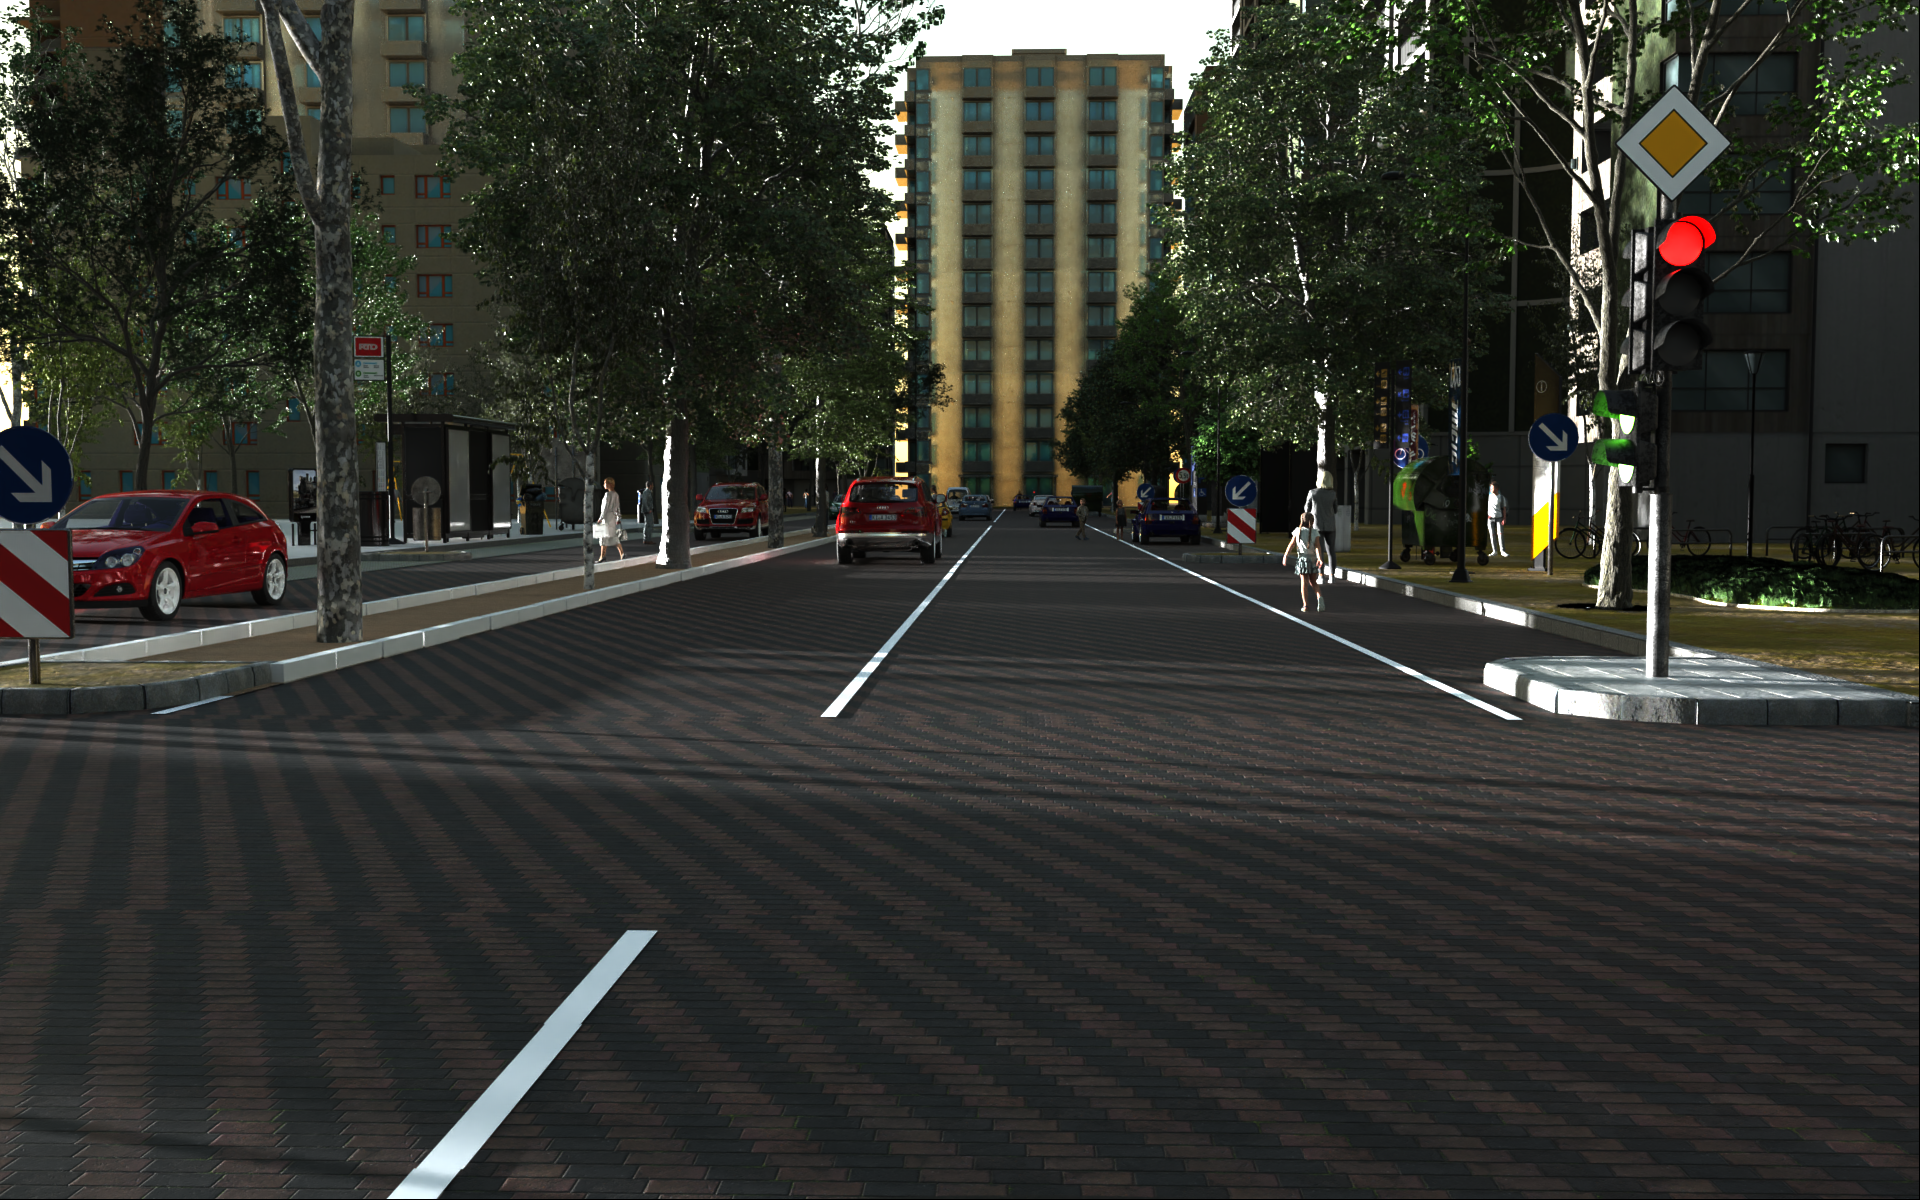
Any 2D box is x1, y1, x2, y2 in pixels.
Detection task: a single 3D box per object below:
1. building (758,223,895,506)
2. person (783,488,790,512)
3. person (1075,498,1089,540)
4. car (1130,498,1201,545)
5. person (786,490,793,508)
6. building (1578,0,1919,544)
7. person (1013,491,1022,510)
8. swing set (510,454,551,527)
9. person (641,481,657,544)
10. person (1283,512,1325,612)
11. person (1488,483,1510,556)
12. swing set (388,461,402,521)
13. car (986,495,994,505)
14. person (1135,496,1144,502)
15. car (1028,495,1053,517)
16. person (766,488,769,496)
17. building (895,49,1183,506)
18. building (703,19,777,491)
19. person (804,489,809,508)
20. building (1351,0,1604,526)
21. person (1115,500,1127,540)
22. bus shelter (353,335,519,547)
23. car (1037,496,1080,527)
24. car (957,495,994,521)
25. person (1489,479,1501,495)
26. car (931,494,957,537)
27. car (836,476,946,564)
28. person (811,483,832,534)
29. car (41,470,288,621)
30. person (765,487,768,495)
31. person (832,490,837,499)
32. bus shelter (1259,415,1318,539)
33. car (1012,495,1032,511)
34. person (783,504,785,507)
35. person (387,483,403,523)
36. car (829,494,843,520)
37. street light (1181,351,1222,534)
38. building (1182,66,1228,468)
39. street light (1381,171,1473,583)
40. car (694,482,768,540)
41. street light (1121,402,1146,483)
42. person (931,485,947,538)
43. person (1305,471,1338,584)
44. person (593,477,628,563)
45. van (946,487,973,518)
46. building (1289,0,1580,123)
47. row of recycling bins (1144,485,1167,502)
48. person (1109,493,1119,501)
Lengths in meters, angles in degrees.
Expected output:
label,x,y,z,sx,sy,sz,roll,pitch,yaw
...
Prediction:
label,x,y,z,sx,sy,sz,roll,pitch,yaw
building,-14.323,-25.363,186.383,14.107,30.474,14.160,0,4,2
person,-12.555,-7.101,122.975,0.721,1.723,1.217,3,5,43
person,3.843,-2.530,54.138,0.640,1.303,0.475,3,5,44
car,5.977,-2.318,50.486,1.945,1.354,3.894,0,4,1
person,-16.127,-9.587,163.728,0.756,1.711,0.436,1,4,18
building,25.589,-17.073,50.850,14.160,30.474,14.107,0,4,2
person,5.407,-9.104,157.877,1.217,1.766,0.721,-1,4,-9
swing set,-17.722,-4.185,66.045,2.862,2.851,3.119,2,4,24
person,-8.912,-2.502,49.513,0.391,1.810,0.635,-1,4,-17
person,4.197,-0.465,21.121,0.505,1.210,0.382,1,4,9
person,11.120,-1.662,35.812,0.503,1.515,0.523,0,4,-2
swing set,-25.174,-5.133,81.544,3.119,2.851,2.862,0,4,-2
car,1.829,-8.321,148.412,2.083,1.381,4.827,0,4,3
person,12.236,-6.641,115.151,1.217,1.766,0.721,0,4,-1
car,5.423,-6.073,111.659,2.083,1.381,4.827,0,4,0
person,-15.007,-8.005,136.891,0.705,1.831,1.348,2,4,32
building,8.470,-34.842,189.277,30.456,49.044,23.786,0,4,2
building,-31.568,-45.905,188.800,20.611,71.187,20.563,0,4,2
person,-13.632,-9.045,154.649,0.721,1.735,1.217,-3,4,-37
building,27.519,-38.937,74.868,20.563,71.187,20.611,0,4,2
person,5.020,-2.492,53.919,0.362,1.253,0.373,-1,4,-10
bus shelter,-14.173,-4.215,46.551,2.179,5.291,8.768,0,4,2
car,4.352,-3.877,75.975,1.945,1.354,3.894,0,4,2
car,0.848,-5.063,94.784,2.014,1.417,4.499,0,4,2
person,19.994,-3.608,64.892,0.748,1.841,0.638,-3,5,-41
car,-1.123,-2.988,59.076,2.015,1.641,3.980,0,4,0
car,-1.468,-1.749,37.269,2.281,1.827,5.304,0,4,2
person,-4.948,-3.279,61.959,0.661,1.843,0.795,3,5,42
car,-9.769,-0.726,20.914,2.155,1.783,4.494,0,4,3
person,-15.691,-8.188,139.553,0.705,1.869,1.348,3,5,43
person,-11.885,-9.652,164.768,0.541,1.710,0.530,2,4,30
bus shelter,10.110,-3.775,52.996,1.731,3.624,6.357,0,4,2
car,5.495,-8.433,150.464,1.945,1.354,3.894,0,4,2
person,-9.616,-4.856,91.116,0.991,1.433,0.599,-3,5,-42
person,-24.938,-4.276,76.227,0.678,1.792,0.850,-3,4,-38
car,-6.365,-5.255,97.724,2.131,1.459,4.920,0,4,0
street light,7.868,-5.124,56.325,1.470,5.913,1.316,0,4,2
building,31.504,-32.692,184.623,14.200,45.320,14.600,0,4,2
street light,6.756,-3.213,25.073,1.470,5.913,1.316,0,4,2
car,-7.203,-2.862,55.475,2.281,1.827,5.304,0,4,1
street light,8.774,-7.009,87.137,1.470,5.913,1.316,0,4,2
person,-0.815,-2.864,56.084,0.760,1.731,0.466,-1,4,-19
person,5.791,-1.169,27.803,0.537,1.800,0.526,0,4,4
person,-7.254,-1.659,35.982,0.624,1.780,0.694,2,4,31
van,-0.046,-5.934,104.036,2.013,2.044,4.112,0,4,2
building,25.181,-19.944,97.793,14.160,30.474,14.107,0,4,2
row of recycling bins,9.451,-4.659,83.285,1.069,1.692,3.534,1,4,11
person,13.466,-8.911,152.461,1.217,1.743,0.721,-1,4,-22
